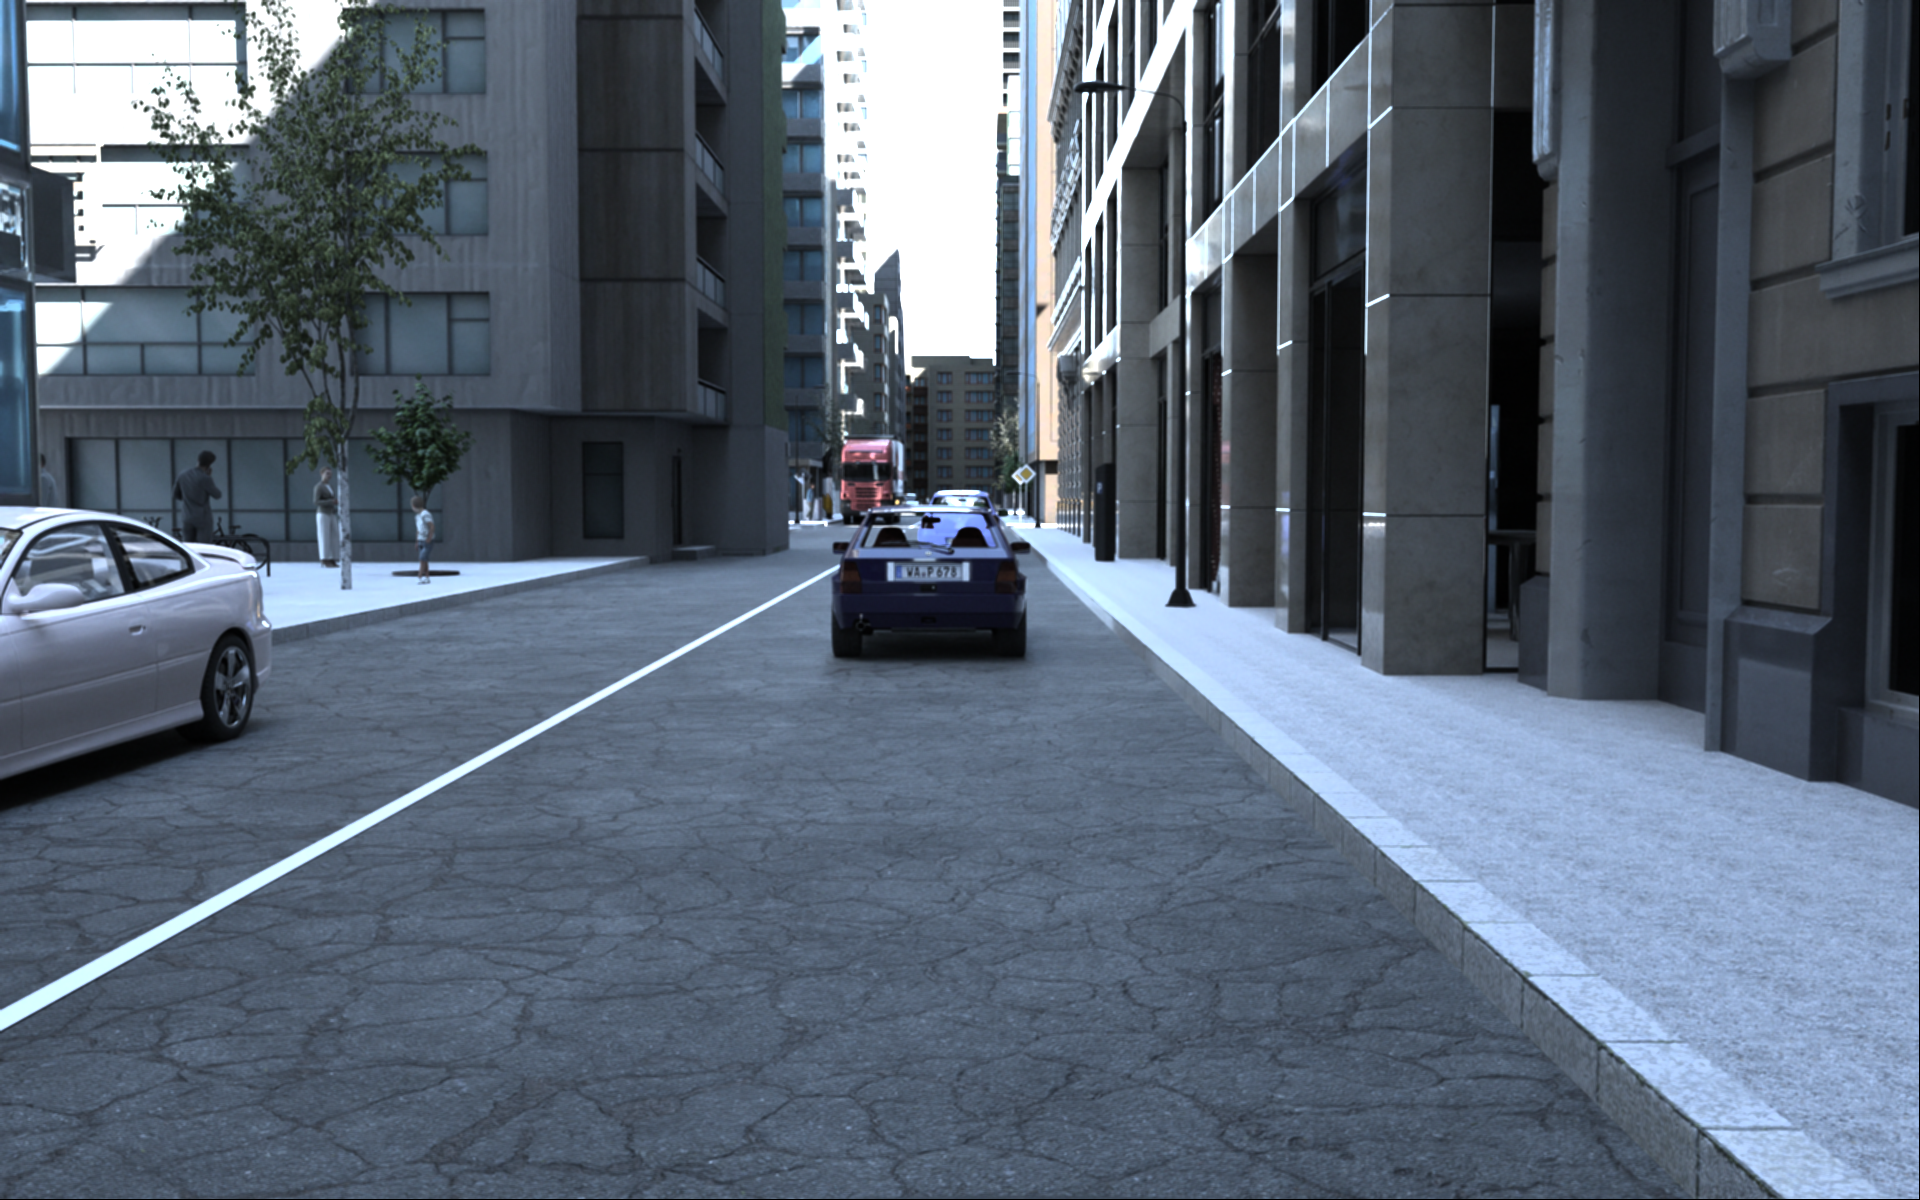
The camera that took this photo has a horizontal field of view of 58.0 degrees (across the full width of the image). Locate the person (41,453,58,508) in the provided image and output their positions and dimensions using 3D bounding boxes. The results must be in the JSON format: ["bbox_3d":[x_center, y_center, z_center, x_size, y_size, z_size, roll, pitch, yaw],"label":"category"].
[{"bbox_3d":[-11.568,-0.960,21.839,0.391,1.810,0.635,-2,4,-30],"label":"person"}]

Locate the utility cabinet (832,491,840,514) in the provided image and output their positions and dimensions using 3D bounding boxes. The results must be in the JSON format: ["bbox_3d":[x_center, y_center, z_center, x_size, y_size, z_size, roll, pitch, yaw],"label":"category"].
[{"bbox_3d":[-8.242,-6.217,110.320,1.173,1.500,0.318,-2,4,-32],"label":"utility cabinet"}]

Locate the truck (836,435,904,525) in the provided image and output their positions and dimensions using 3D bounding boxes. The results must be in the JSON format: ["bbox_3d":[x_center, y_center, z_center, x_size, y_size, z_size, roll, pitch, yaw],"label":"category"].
[{"bbox_3d":[-4.256,-5.861,84.743,2.839,4.237,11.283,0,4,1],"label":"truck"}]

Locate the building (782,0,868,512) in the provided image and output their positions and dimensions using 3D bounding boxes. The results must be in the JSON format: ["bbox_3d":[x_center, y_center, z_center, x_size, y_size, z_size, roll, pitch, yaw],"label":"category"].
[{"bbox_3d":[-18.307,-30.979,126.113,23.786,49.044,30.456,0,4,0],"label":"building"}]

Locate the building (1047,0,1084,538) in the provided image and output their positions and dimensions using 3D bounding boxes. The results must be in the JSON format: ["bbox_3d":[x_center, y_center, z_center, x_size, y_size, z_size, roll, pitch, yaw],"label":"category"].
[{"bbox_3d":[8.345,-13.859,55.465,11.050,23.489,19.941,0,4,0],"label":"building"}]

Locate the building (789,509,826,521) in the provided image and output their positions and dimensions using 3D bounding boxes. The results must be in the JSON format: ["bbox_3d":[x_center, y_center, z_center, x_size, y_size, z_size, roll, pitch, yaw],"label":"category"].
[{"bbox_3d":[-23.460,-24.318,89.474,32.217,40.220,23.993,0,4,0],"label":"building"}]

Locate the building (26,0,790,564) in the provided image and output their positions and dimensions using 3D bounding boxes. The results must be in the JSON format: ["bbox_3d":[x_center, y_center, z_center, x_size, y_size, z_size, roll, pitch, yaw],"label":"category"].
[{"bbox_3d":[-11.534,-21.632,37.277,14.154,41.232,14.086,0,4,0],"label":"building"}]

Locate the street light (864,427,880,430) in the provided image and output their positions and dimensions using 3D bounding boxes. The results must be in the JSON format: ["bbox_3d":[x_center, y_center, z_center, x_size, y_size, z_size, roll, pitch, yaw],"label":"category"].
[{"bbox_3d":[-6.272,-9.042,120.378,1.470,5.913,1.316,0,4,0],"label":"street light"}]

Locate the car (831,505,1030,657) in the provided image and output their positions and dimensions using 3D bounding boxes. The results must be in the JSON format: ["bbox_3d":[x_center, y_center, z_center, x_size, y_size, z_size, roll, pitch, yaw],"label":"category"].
[{"bbox_3d":[-0.278,-0.245,16.592,1.945,1.354,3.894,0,4,0],"label":"car"}]

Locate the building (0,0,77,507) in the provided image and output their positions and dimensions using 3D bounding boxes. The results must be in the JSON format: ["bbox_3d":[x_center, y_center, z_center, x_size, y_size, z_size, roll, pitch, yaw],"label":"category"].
[{"bbox_3d":[-19.233,-23.502,3.875,23.786,49.044,30.456,0,4,0],"label":"building"}]

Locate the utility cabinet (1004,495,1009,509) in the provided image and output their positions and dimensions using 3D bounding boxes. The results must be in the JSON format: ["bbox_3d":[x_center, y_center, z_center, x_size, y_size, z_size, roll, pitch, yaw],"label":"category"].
[{"bbox_3d":[3.874,-8.200,145.225,0.306,1.237,1.020,1,4,15],"label":"utility cabinet"}]

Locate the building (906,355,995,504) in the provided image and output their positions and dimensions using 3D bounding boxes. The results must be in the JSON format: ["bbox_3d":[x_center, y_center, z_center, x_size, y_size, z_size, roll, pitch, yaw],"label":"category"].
[{"bbox_3d":[-9.662,-24.485,245.369,28.899,21.520,27.650,0,4,0],"label":"building"}]

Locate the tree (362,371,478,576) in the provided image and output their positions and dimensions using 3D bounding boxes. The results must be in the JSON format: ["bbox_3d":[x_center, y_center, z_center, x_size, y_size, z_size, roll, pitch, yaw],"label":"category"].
[{"bbox_3d":[-8.604,-2.003,27.352,1.663,3.219,1.824,0,3,0],"label":"tree"}]

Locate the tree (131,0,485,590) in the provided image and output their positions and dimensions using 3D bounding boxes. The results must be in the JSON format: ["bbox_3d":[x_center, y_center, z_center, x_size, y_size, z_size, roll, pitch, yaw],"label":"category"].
[{"bbox_3d":[-8.479,-4.439,22.938,4.737,8.622,4.395,0,3,0],"label":"tree"}]

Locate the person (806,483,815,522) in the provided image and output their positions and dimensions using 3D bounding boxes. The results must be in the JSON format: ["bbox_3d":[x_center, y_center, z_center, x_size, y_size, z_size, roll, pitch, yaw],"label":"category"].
[{"bbox_3d":[-6.952,-4.539,80.602,0.444,1.785,0.601,2,4,31],"label":"person"}]

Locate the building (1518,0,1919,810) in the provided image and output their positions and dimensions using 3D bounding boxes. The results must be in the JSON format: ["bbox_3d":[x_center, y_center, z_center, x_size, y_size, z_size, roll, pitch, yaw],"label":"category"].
[{"bbox_3d":[9.961,-13.169,1.214,13.634,28.700,20.117,0,4,0],"label":"building"}]

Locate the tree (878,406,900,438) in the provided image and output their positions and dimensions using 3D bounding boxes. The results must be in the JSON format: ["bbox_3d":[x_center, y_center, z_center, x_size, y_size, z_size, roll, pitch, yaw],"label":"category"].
[{"bbox_3d":[-7.069,-11.936,145.522,4.360,8.622,3.978,0,3,0],"label":"tree"}]

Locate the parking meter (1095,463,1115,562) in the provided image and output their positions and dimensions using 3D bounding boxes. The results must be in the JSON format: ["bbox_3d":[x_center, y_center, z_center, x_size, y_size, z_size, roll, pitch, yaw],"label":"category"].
[{"bbox_3d":[2.769,-1.675,33.092,0.255,1.863,0.399,-2,4,-24],"label":"parking meter"}]

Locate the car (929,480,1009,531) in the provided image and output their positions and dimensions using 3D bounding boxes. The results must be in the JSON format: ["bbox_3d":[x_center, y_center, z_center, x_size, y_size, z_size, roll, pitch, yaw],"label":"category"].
[{"bbox_3d":[0.037,-1.588,35.548,1.945,1.707,3.694,0,4,1],"label":"car"}]

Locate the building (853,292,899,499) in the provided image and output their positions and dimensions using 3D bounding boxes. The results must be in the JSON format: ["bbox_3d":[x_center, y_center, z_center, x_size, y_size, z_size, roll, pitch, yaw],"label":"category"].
[{"bbox_3d":[-20.200,-19.490,163.692,27.650,21.520,28.899,0,4,0],"label":"building"}]

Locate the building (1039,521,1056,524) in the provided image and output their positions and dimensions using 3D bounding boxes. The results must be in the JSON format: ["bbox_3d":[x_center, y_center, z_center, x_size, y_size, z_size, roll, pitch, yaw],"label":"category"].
[{"bbox_3d":[10.337,-26.177,78.110,14.200,45.320,14.600,0,4,0],"label":"building"}]

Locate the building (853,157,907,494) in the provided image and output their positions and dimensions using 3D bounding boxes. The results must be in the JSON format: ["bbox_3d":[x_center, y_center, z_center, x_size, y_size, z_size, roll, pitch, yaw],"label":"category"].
[{"bbox_3d":[-22.095,-30.437,189.532,32.217,40.220,23.993,0,4,0],"label":"building"}]

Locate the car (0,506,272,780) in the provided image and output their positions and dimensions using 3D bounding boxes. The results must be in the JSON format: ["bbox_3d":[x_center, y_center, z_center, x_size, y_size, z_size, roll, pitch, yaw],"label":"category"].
[{"bbox_3d":[-5.177,0.220,8.768,2.083,1.381,4.827,0,4,1],"label":"car"}]

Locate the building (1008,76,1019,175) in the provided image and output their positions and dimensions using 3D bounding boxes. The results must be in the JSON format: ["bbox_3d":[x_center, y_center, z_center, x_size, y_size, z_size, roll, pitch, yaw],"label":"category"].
[{"bbox_3d":[11.713,-29.929,172.927,14.154,41.232,14.086,0,4,0],"label":"building"}]

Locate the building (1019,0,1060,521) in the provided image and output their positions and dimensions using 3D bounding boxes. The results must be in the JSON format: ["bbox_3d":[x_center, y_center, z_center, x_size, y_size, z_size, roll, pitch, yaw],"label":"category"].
[{"bbox_3d":[10.477,-27.443,98.807,14.600,45.320,14.200,0,4,0],"label":"building"}]

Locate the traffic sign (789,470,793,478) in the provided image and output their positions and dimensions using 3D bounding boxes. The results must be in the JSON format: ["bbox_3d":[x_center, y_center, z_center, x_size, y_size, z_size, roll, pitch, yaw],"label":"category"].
[{"bbox_3d":[-6.757,-3.896,65.882,0.795,2.593,0.064,0,4,0],"label":"traffic sign"}]

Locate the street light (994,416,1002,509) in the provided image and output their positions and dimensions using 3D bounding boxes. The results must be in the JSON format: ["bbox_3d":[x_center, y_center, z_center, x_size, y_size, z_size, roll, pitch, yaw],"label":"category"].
[{"bbox_3d":[2.740,-7.965,102.774,1.470,5.913,1.316,0,4,0],"label":"street light"}]

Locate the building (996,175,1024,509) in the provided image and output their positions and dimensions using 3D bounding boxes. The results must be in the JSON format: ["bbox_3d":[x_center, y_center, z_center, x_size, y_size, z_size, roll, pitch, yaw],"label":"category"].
[{"bbox_3d":[10.759,-23.700,159.192,14.160,30.474,14.107,0,4,0],"label":"building"}]

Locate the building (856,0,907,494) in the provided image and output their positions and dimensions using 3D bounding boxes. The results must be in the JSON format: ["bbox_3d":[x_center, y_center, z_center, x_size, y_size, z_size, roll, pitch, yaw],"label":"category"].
[{"bbox_3d":[-17.351,-47.428,213.697,20.611,71.187,20.563,0,4,0],"label":"building"}]

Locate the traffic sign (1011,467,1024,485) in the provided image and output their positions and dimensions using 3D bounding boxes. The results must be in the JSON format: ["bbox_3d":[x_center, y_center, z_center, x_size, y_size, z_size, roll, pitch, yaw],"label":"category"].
[{"bbox_3d":[2.593,-4.379,73.780,0.795,2.593,0.064,0,4,0],"label":"traffic sign"}]

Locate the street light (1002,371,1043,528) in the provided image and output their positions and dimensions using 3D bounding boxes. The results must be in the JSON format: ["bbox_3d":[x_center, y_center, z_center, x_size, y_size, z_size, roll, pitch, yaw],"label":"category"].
[{"bbox_3d":[2.425,-5.701,65.752,1.470,5.913,1.316,0,4,0],"label":"street light"}]

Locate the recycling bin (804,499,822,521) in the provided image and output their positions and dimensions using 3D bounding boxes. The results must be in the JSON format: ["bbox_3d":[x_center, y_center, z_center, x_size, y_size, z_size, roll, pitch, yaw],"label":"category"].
[{"bbox_3d":[-6.940,-4.239,81.858,0.722,1.027,0.722,1,4,10],"label":"recycling bin"}]

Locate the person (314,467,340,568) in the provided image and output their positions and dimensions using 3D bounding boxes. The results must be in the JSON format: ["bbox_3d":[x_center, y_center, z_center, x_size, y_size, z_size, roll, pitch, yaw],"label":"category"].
[{"bbox_3d":[-11.010,-1.444,30.197,0.362,1.759,0.519,1,4,12],"label":"person"}]

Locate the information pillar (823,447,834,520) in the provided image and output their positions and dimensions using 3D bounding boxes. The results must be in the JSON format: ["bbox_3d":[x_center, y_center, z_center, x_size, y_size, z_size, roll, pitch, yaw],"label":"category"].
[{"bbox_3d":[-7.024,-6.116,91.353,0.504,3.616,0.183,3,4,37],"label":"information pillar"}]

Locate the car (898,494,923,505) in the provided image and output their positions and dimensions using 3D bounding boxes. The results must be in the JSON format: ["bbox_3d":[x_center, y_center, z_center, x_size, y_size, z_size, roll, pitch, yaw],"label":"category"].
[{"bbox_3d":[-3.429,-6.351,113.624,2.009,1.686,4.222,0,4,-1],"label":"car"}]

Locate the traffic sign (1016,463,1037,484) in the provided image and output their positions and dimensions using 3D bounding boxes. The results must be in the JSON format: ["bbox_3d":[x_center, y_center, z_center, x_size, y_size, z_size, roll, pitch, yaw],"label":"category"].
[{"bbox_3d":[2.536,-3.890,65.795,0.795,2.593,0.064,0,4,0],"label":"traffic sign"}]

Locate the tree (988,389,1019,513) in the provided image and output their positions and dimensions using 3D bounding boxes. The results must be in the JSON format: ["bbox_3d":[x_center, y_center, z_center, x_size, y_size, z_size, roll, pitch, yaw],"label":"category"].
[{"bbox_3d":[3.663,-10.121,115.832,4.360,8.622,3.978,0,3,0],"label":"tree"}]

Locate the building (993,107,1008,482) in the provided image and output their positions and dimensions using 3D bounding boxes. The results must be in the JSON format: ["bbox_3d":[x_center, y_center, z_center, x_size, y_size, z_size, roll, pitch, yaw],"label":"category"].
[{"bbox_3d":[14.917,-33.004,194.233,22.147,44.769,28.867,0,4,0],"label":"building"}]

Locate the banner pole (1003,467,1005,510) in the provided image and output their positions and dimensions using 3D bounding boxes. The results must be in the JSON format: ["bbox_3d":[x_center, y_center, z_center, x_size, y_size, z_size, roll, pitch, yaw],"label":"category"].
[{"bbox_3d":[3.538,-9.079,138.459,0.401,3.779,0.863,-1,4,-11],"label":"banner pole"}]

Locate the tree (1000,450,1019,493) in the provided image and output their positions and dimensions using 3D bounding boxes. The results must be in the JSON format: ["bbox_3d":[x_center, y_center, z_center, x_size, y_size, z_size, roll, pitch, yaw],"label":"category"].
[{"bbox_3d":[4.047,-7.729,110.083,4.285,4.588,4.351,0,3,0],"label":"tree"}]

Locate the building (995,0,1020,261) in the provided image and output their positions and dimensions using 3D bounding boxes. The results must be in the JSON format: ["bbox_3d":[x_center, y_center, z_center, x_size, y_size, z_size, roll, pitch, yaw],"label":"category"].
[{"bbox_3d":[15.234,-49.100,241.038,20.611,71.187,20.563,0,4,0],"label":"building"}]

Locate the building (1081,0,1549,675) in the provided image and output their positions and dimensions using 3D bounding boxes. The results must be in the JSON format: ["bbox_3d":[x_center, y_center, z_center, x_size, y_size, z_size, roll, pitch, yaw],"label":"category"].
[{"bbox_3d":[12.716,-13.690,28.347,19.350,26.468,34.151,0,4,0],"label":"building"}]

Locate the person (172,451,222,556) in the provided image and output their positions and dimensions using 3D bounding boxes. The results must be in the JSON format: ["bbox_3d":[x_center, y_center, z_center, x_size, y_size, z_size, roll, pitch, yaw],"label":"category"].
[{"bbox_3d":[-9.966,-1.028,22.649,0.655,1.846,0.447,1,4,9],"label":"person"}]

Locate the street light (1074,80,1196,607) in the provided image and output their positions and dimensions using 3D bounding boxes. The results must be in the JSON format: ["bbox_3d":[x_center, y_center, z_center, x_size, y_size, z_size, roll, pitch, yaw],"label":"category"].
[{"bbox_3d":[1.981,-2.880,19.632,1.470,5.913,1.316,0,4,0],"label":"street light"}]

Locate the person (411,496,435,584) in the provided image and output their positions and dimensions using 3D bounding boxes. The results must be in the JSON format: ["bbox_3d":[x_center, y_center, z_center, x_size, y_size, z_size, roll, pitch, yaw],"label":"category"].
[{"bbox_3d":[-7.659,-0.856,24.717,0.352,1.250,0.332,0,4,-8],"label":"person"}]

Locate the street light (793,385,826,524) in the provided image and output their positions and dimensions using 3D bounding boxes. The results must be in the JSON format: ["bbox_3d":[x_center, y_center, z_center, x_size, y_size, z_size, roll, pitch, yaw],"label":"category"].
[{"bbox_3d":[-6.442,-6.213,74.125,1.470,5.913,1.316,0,4,0],"label":"street light"}]

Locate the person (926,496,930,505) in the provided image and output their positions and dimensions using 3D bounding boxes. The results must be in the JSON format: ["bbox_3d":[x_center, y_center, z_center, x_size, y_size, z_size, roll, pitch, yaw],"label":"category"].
[{"bbox_3d":[-2.754,-8.259,148.210,0.332,1.250,0.352,0,4,3],"label":"person"}]

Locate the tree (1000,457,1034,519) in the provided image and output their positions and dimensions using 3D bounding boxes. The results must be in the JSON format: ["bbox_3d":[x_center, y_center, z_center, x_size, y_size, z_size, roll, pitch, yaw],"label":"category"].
[{"bbox_3d":[3.262,-5.857,90.356,1.663,3.219,1.824,0,3,0],"label":"tree"}]

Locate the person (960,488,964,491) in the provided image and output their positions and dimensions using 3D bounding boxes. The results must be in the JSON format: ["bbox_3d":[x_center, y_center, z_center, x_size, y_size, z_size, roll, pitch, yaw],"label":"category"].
[{"bbox_3d":[0.205,-6.139,109.130,0.793,1.790,0.793,1,4,22],"label":"person"}]

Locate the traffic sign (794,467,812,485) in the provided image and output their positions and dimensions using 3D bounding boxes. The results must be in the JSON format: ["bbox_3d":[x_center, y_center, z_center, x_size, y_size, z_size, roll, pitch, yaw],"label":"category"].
[{"bbox_3d":[-6.700,-4.384,73.867,0.795,2.593,0.064,0,4,0],"label":"traffic sign"}]

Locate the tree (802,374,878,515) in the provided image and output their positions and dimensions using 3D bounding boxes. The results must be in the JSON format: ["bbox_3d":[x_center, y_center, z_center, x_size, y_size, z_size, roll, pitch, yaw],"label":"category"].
[{"bbox_3d":[-7.586,-9.591,107.172,4.360,8.622,3.978,0,3,0],"label":"tree"}]

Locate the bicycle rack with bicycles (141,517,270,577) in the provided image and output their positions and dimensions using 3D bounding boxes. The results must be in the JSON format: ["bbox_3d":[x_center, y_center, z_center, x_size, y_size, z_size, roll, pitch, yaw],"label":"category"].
[{"bbox_3d":[-12.186,-0.845,27.204,2.925,0.926,2.852,-2,4,-32],"label":"bicycle rack with bicycles"}]

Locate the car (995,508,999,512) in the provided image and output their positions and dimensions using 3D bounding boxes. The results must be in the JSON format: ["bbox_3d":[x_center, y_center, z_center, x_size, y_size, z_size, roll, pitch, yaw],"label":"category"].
[{"bbox_3d":[0.142,-2.352,50.825,2.083,1.381,4.827,0,3,0],"label":"car"}]
